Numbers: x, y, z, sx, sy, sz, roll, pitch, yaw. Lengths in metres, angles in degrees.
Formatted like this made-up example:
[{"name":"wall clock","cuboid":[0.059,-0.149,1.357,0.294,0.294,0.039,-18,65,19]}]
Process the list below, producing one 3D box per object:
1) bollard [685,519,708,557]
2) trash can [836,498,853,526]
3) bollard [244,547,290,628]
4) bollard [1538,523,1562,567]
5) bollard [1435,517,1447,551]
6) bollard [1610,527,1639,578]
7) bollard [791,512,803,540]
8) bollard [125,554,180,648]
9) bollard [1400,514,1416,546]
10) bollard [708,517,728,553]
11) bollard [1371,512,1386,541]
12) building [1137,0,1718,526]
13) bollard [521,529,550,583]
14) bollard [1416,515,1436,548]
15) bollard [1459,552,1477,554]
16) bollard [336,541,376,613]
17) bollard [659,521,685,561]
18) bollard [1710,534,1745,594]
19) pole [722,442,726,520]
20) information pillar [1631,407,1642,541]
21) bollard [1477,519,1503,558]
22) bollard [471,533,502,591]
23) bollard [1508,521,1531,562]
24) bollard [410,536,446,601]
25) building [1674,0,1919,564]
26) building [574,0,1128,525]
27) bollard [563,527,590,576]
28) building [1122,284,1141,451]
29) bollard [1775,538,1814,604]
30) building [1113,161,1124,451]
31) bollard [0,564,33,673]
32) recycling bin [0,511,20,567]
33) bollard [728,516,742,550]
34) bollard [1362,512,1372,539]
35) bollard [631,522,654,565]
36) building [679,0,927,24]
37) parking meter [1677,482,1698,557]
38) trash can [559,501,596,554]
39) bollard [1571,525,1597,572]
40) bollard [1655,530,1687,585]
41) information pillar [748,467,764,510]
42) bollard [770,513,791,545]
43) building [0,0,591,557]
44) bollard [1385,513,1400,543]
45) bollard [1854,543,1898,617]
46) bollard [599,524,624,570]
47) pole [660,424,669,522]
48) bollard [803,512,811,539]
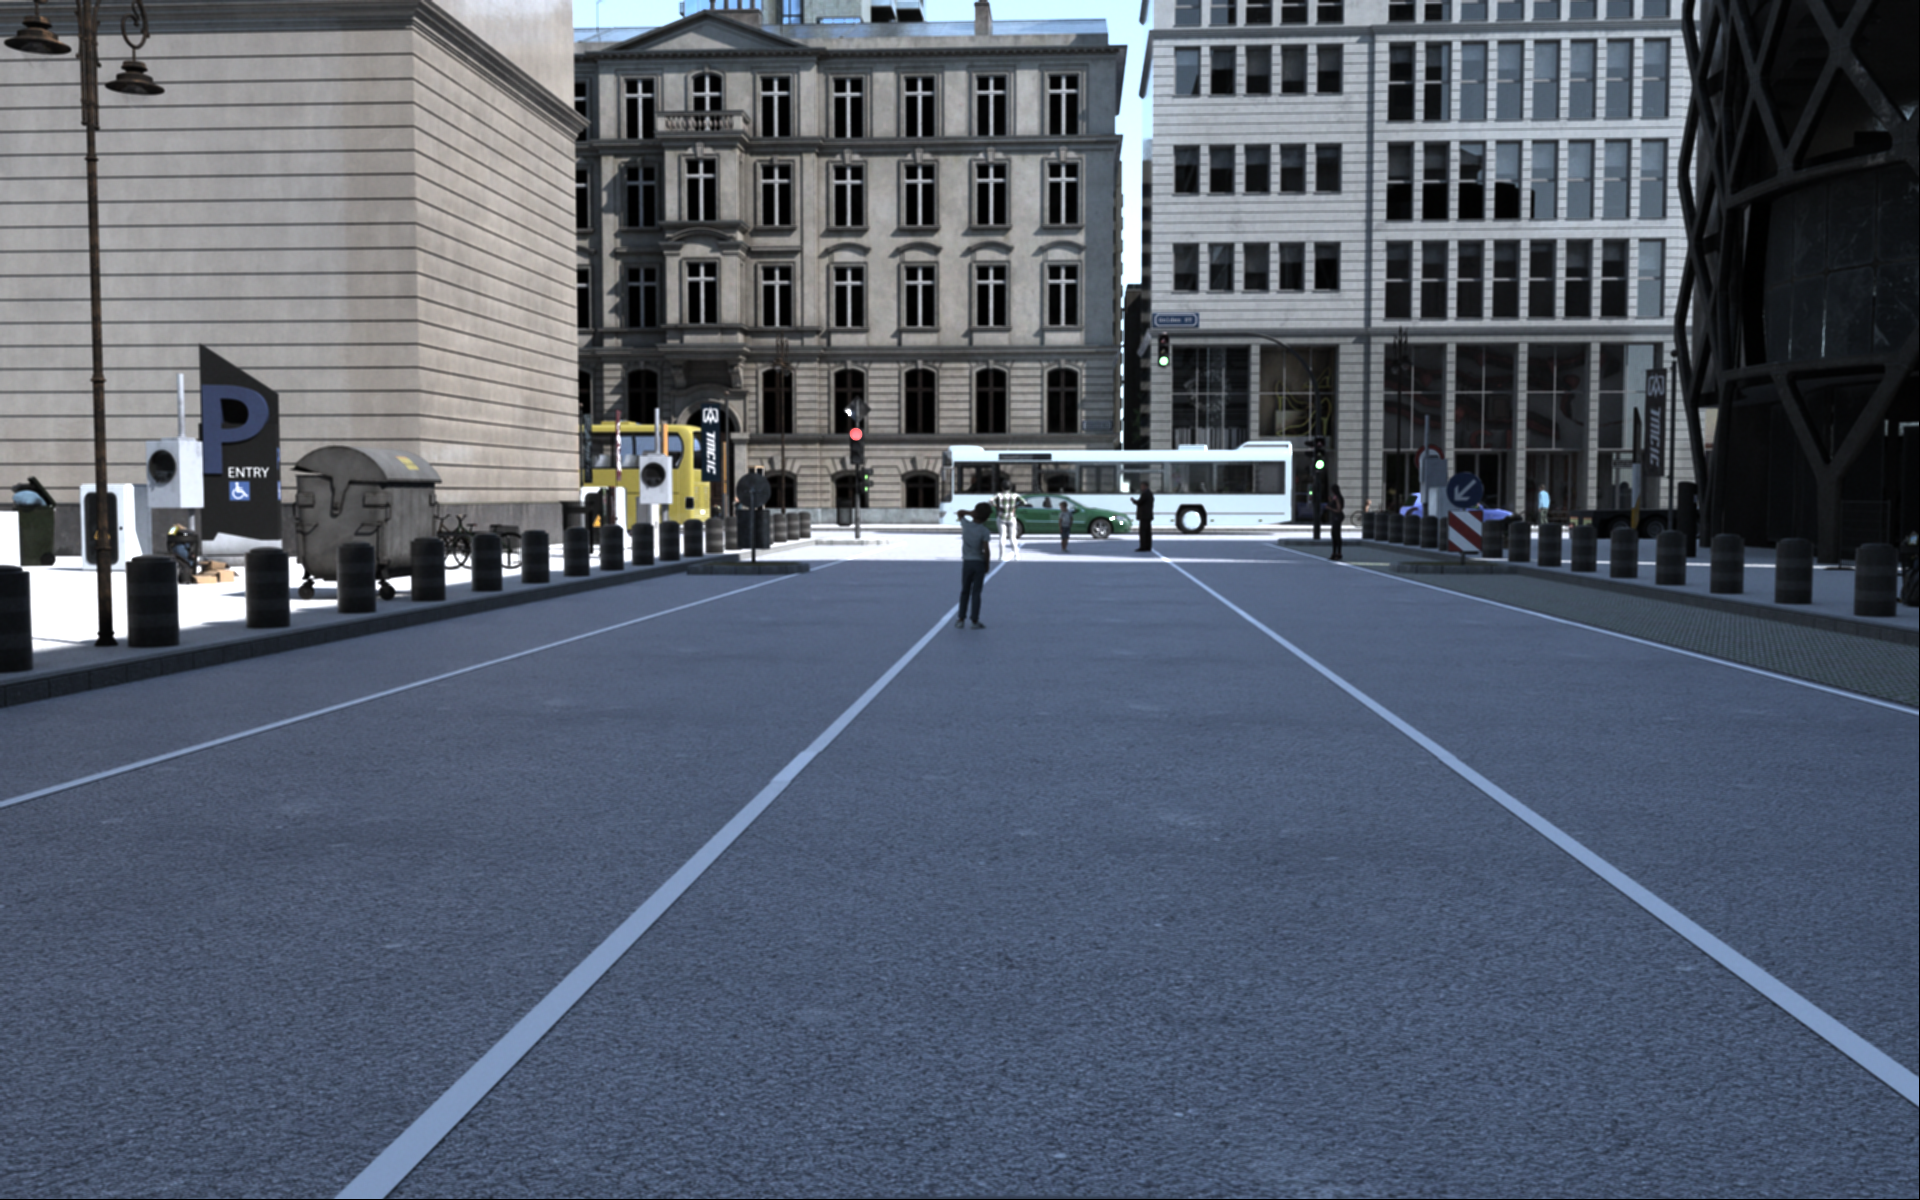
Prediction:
[{"name":"bollard","cuboid":[-5.466,-1.271,35.495,0.404,0.777,0.398,0,3,0]},{"name":"trash can","cuboid":[-4.598,-3.503,68.922,0.748,1.137,0.748,0,3,0]},{"name":"bollard","cuboid":[-6.693,-0.123,16.735,0.404,0.777,0.398,0,3,0]},{"name":"bollard","cuboid":[10.479,-0.982,30.768,0.404,0.777,0.398,0,3,0]},{"name":"bollard","cuboid":[11.022,-1.492,39.104,0.404,0.777,0.398,0,3,0]},{"name":"bollard","cuboid":[10.204,-0.727,26.606,0.404,0.777,0.398,0,3,0]},{"name":"bollard","cuboid":[-4.650,-2.037,48.017,0.404,0.777,0.398,0,3,0]},{"name":"bollard","cuboid":[-6.830,0.004,14.649,0.404,0.777,0.398,0,3,0]},{"name":"bollard","cuboid":[11.294,-1.746,43.264,0.404,0.777,0.398,0,3,0]},{"name":"bollard","cuboid":[-5.329,-1.398,37.575,0.404,0.777,0.398,0,3,0]},{"name":"bollard","cuboid":[11.566,-2.001,47.440,0.404,0.777,0.398,0,3,0]},{"name":"building","cuboid":[22.762,-18.130,73.922,29.804,29.767,11.434,0,4,4]},{"name":"bollard","cuboid":[-6.148,-0.633,25.066,0.404,0.777,0.398,0,3,0]},{"name":"bollard","cuboid":[11.160,-1.619,41.184,0.404,0.777,0.398,0,3,0]},{"name":"bollard","cuboid":[10.884,-1.364,37.024,0.404,0.777,0.398,0,3,0]},{"name":"bollard","cuboid":[-6.559,-0.251,18.815,0.404,0.777,0.398,0,3,0]},{"name":"bollard","cuboid":[-5.604,-1.144,33.415,0.404,0.777,0.398,0,3,0]},{"name":"bollard","cuboid":[9.932,-0.471,22.418,0.404,0.777,0.398,0,3,0]},{"name":"pole","cuboid":[-9.194,-4.517,67.688,0.158,3.312,0.155,0,3,0]},{"name":"information pillar","cuboid":[18.311,-3.397,46.900,0.183,3.616,0.504,3,4,36]},{"name":"bollard","cuboid":[10.742,-1.236,34.929,0.404,0.777,0.398,0,3,0]},{"name":"bollard","cuboid":[-6.281,-0.505,22.980,0.404,0.777,0.398,0,3,0]},{"name":"bollard","cuboid":[10.613,-1.109,32.848,0.404,0.777,0.398,0,3,0]},{"name":"bollard","cuboid":[-6.419,-0.378,20.900,0.404,0.777,0.398,0,3,0]},{"name":"building","cuboid":[23.990,-10.235,34.789,16.820,18.784,16.811,0,4,4]},{"name":"building","cuboid":[-10.125,-15.810,77.582,34.723,24.649,14.460,0,4,4]},{"name":"bollard","cuboid":[-6.013,-0.761,27.155,0.404,0.777,0.398,0,3,0]},{"name":"building","cuboid":[29.196,-28.303,234.455,14.107,30.474,14.160,0,4,4]},{"name":"bollard","cuboid":[9.795,-0.344,20.338,0.404,0.777,0.398,0,3,0]},{"name":"building","cuboid":[11.537,-37.693,239.979,21.600,48.544,21.300,0,4,4]},{"name":"bollard","cuboid":[-6.965,0.131,12.569,0.404,0.777,0.398,0,3,0]},{"name":"recycling bin","cuboid":[-14.229,-0.778,25.277,0.722,1.027,0.722,3,5,42]},{"name":"bollard","cuboid":[-5.192,-1.525,39.655,0.404,0.777,0.398,0,3,0]},{"name":"bollard","cuboid":[11.702,-2.129,49.521,0.404,0.777,0.398,0,3,0]},{"name":"bollard","cuboid":[-5.737,-1.016,31.335,0.404,0.777,0.398,0,3,0]},{"name":"building","cuboid":[-13.073,-51.346,152.172,22.319,86.520,31.000,0,4,4]},{"name":"parking meter","cuboid":[14.797,-1.642,35.255,0.372,1.533,0.369,0,3,0]},{"name":"trash can","cuboid":[-7.819,-1.455,35.446,0.748,1.137,0.748,0,3,0]},{"name":"bollard","cuboid":[10.339,-0.855,28.688,0.404,0.777,0.398,0,3,0]},{"name":"bollard","cuboid":[10.069,-0.600,24.521,0.404,0.777,0.398,0,3,0]},{"name":"information pillar","cuboid":[-5.465,-2.566,46.439,0.304,2.012,0.304,3,5,41]},{"name":"bollard","cuboid":[-4.786,-1.908,45.919,0.404,0.777,0.398,0,3,0]},{"name":"building","cuboid":[-22.564,-14.895,40.789,25.104,27.353,12.463,0,4,4]},{"name":"bollard","cuboid":[11.430,-1.873,45.344,0.404,0.777,0.398,0,3,0]},{"name":"bollard","cuboid":[9.656,-0.217,18.258,0.404,0.777,0.398,0,3,0]},{"name":"bollard","cuboid":[-5.879,-0.888,29.235,0.404,0.777,0.398,0,3,0]},{"name":"pole","cuboid":[-8.617,-3.467,50.530,0.158,3.312,0.155,0,3,0]},{"name":"bollard","cuboid":[-4.513,-2.164,50.104,0.404,0.777,0.398,0,3,0]}]
